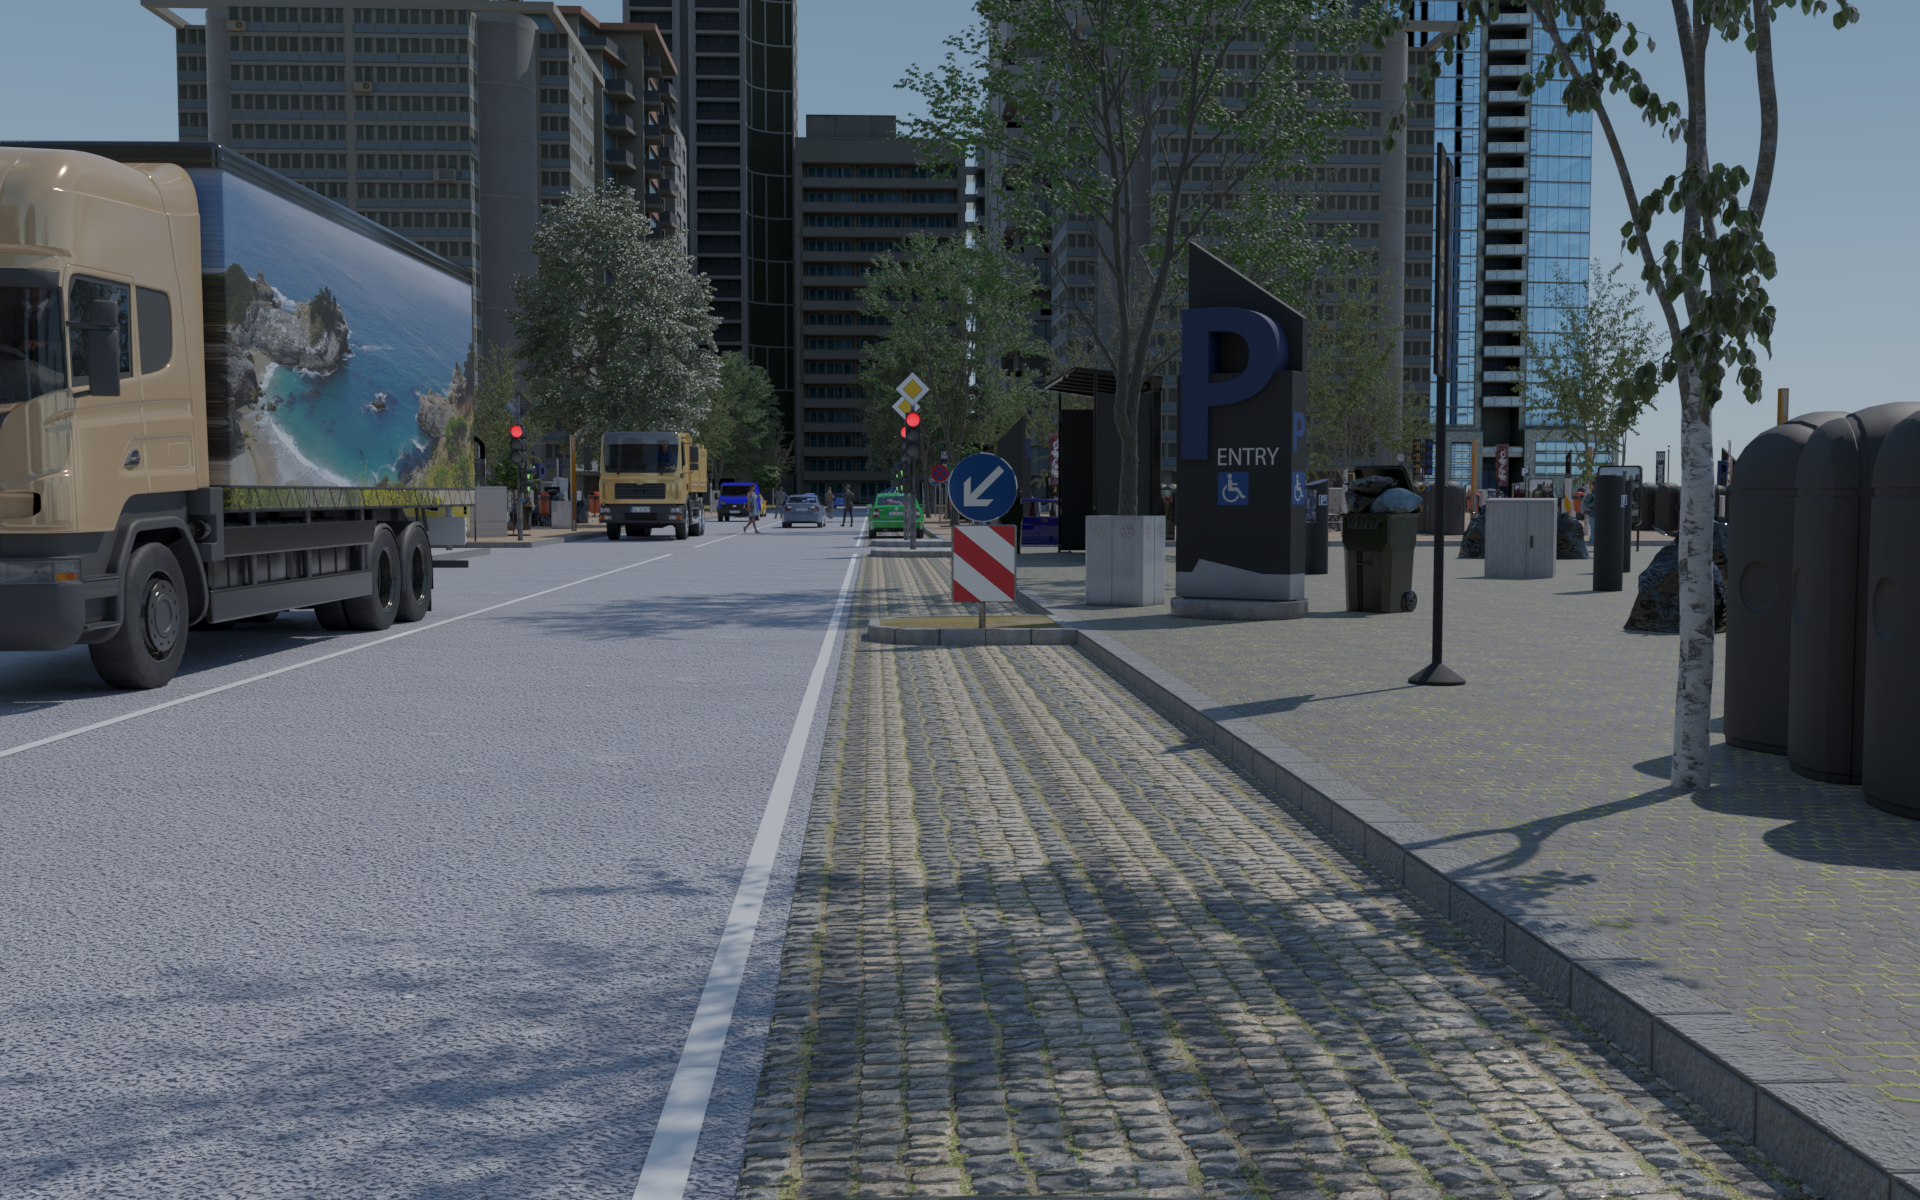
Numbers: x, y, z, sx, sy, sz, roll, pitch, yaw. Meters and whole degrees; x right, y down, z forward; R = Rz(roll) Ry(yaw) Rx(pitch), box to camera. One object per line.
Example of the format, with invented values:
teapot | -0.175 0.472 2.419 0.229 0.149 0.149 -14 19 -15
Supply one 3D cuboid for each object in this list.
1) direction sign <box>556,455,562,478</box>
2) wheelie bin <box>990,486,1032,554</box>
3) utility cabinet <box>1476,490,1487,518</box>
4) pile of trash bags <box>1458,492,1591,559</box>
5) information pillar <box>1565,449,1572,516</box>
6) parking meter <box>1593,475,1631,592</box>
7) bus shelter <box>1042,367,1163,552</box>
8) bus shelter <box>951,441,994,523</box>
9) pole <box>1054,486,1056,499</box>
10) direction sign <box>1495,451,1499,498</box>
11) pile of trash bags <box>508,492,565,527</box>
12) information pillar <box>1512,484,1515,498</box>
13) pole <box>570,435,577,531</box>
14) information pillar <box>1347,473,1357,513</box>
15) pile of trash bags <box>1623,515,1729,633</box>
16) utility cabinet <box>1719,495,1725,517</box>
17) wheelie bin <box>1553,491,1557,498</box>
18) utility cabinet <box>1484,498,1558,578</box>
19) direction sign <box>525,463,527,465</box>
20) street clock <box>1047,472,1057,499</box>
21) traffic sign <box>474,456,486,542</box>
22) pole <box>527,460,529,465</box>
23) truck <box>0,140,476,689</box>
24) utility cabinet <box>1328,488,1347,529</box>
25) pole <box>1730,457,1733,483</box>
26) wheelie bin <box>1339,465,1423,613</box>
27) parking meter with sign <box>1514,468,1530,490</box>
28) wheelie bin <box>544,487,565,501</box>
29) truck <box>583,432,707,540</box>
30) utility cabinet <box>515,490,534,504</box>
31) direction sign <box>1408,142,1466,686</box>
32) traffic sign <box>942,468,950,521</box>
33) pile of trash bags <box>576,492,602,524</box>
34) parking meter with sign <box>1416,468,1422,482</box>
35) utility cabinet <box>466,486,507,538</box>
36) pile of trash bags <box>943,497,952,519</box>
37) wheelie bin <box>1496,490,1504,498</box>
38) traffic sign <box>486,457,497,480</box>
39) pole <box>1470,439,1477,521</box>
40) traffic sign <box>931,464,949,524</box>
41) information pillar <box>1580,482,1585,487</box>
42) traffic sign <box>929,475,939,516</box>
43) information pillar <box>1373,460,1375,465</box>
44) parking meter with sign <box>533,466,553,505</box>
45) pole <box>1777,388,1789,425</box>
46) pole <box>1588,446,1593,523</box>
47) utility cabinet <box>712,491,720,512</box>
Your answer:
direction sign | -23.505 -6.704 101.605 0.379 3.537 0.876 -3 4 -36
wheelie bin | 0.997 -1.795 37.251 0.693 1.594 0.980 -1 4 -18
utility cabinet | 26.570 -4.870 88.309 0.318 1.500 1.173 0 4 -1
pile of trash bags | 11.869 -1.526 34.700 3.447 1.369 1.912 -1 4 -18
information pillar | 31.752 -6.058 90.403 0.183 3.616 0.504 -1 4 -11
parking meter | 8.590 -0.888 22.931 0.372 1.533 0.369 0 3 0
bus shelter | 2.815 -2.679 35.093 1.731 3.624 6.357 0 4 -3
bus shelter | 0.577 -5.389 79.385 1.731 3.624 6.357 0 4 -3
pole | 4.342 -5.266 79.940 0.158 3.312 0.155 0 3 0
direction sign | 28.493 -6.098 91.701 0.379 3.537 0.876 0 4 -3
pile of trash bags | -16.809 -3.611 68.795 1.912 1.369 3.447 -2 4 -26
information pillar | 39.211 -7.217 122.487 0.304 2.012 0.304 0 4 6
pole | -13.368 -4.038 59.870 0.158 3.312 0.155 0 3 0
information pillar | 13.581 -3.388 59.879 0.304 2.012 0.304 -3 5 -42
pile of trash bags | 8.103 -0.429 16.767 3.447 1.369 1.912 -3 4 -37
utility cabinet | 33.773 -4.056 77.479 0.306 1.237 1.020 -2 4 -34
wheelie bin | 38.998 -6.512 114.386 0.693 1.594 0.980 3 4 37
utility cabinet | 8.638 -0.950 26.689 1.020 1.237 0.306 2 4 29
direction sign | -23.562 -6.172 92.903 0.876 3.537 0.379 2 4 24
street clock | 3.037 -3.198 56.858 0.358 2.002 0.471 -1 4 -13
traffic sign | -13.066 -2.722 46.642 0.606 2.300 0.079 0 4 6
pole | -25.862 -6.711 103.574 0.158 3.312 0.155 0 3 0
truck | -7.138 -1.661 16.073 2.839 4.237 11.283 0 4 -1
utility cabinet | 13.486 -3.291 62.493 1.173 1.500 0.318 2 4 30
pole | 42.250 -6.190 95.046 0.158 3.312 0.155 0 3 0
wheelie bin | 4.582 -0.670 18.855 0.693 1.594 0.980 -3 5 -44
parking meter with sign | 36.919 -7.223 114.355 0.543 3.016 1.738 3 5 45
wheelie bin | -17.020 -3.946 72.419 0.980 1.594 0.693 0 4 -7
truck | -9.907 -3.691 56.279 3.469 3.379 9.791 0 4 -3
utility cabinet | -23.035 -5.075 91.648 1.173 1.500 0.318 3 4 38
direction sign | 3.233 -1.201 11.640 0.379 3.537 0.876 1 4 21
traffic sign | -0.664 -5.122 83.848 0.768 2.556 0.104 0 4 2
pile of trash bags | -16.730 -3.994 75.057 3.447 1.369 1.912 3 4 38
parking meter with sign | 29.776 -7.229 114.463 0.543 3.016 1.738 -2 4 -26
utility cabinet | -13.870 -2.570 50.694 1.173 1.500 0.318 -3 5 -42
pile of trash bags | -0.007 -4.834 88.781 1.912 1.369 3.447 1 4 12
wheelie bin | 37.326 -6.867 120.178 0.693 1.594 0.980 3 5 40
traffic sign | -14.680 -3.246 54.255 0.795 2.450 0.064 0 4 5
pole | 19.213 -4.338 64.768 0.158 3.312 0.155 0 3 0
traffic sign | -0.856 -4.528 74.134 0.768 2.556 0.104 0 4 4
information pillar | 36.806 -5.985 102.344 0.304 2.012 0.304 0 4 6
traffic sign | -1.433 -6.195 101.391 0.768 2.556 0.104 0 4 5
information pillar | 28.580 -7.852 119.731 0.183 3.616 0.504 0 4 -1
parking meter with sign | -25.342 -6.731 106.311 1.738 3.016 0.543 0 4 2
pole | 15.838 -2.420 33.408 0.158 3.312 0.155 0 3 0
pole | 26.854 -4.896 73.887 0.158 3.312 0.155 0 3 0
utility cabinet | -16.780 -6.818 120.151 0.318 1.500 1.173 3 4 37
